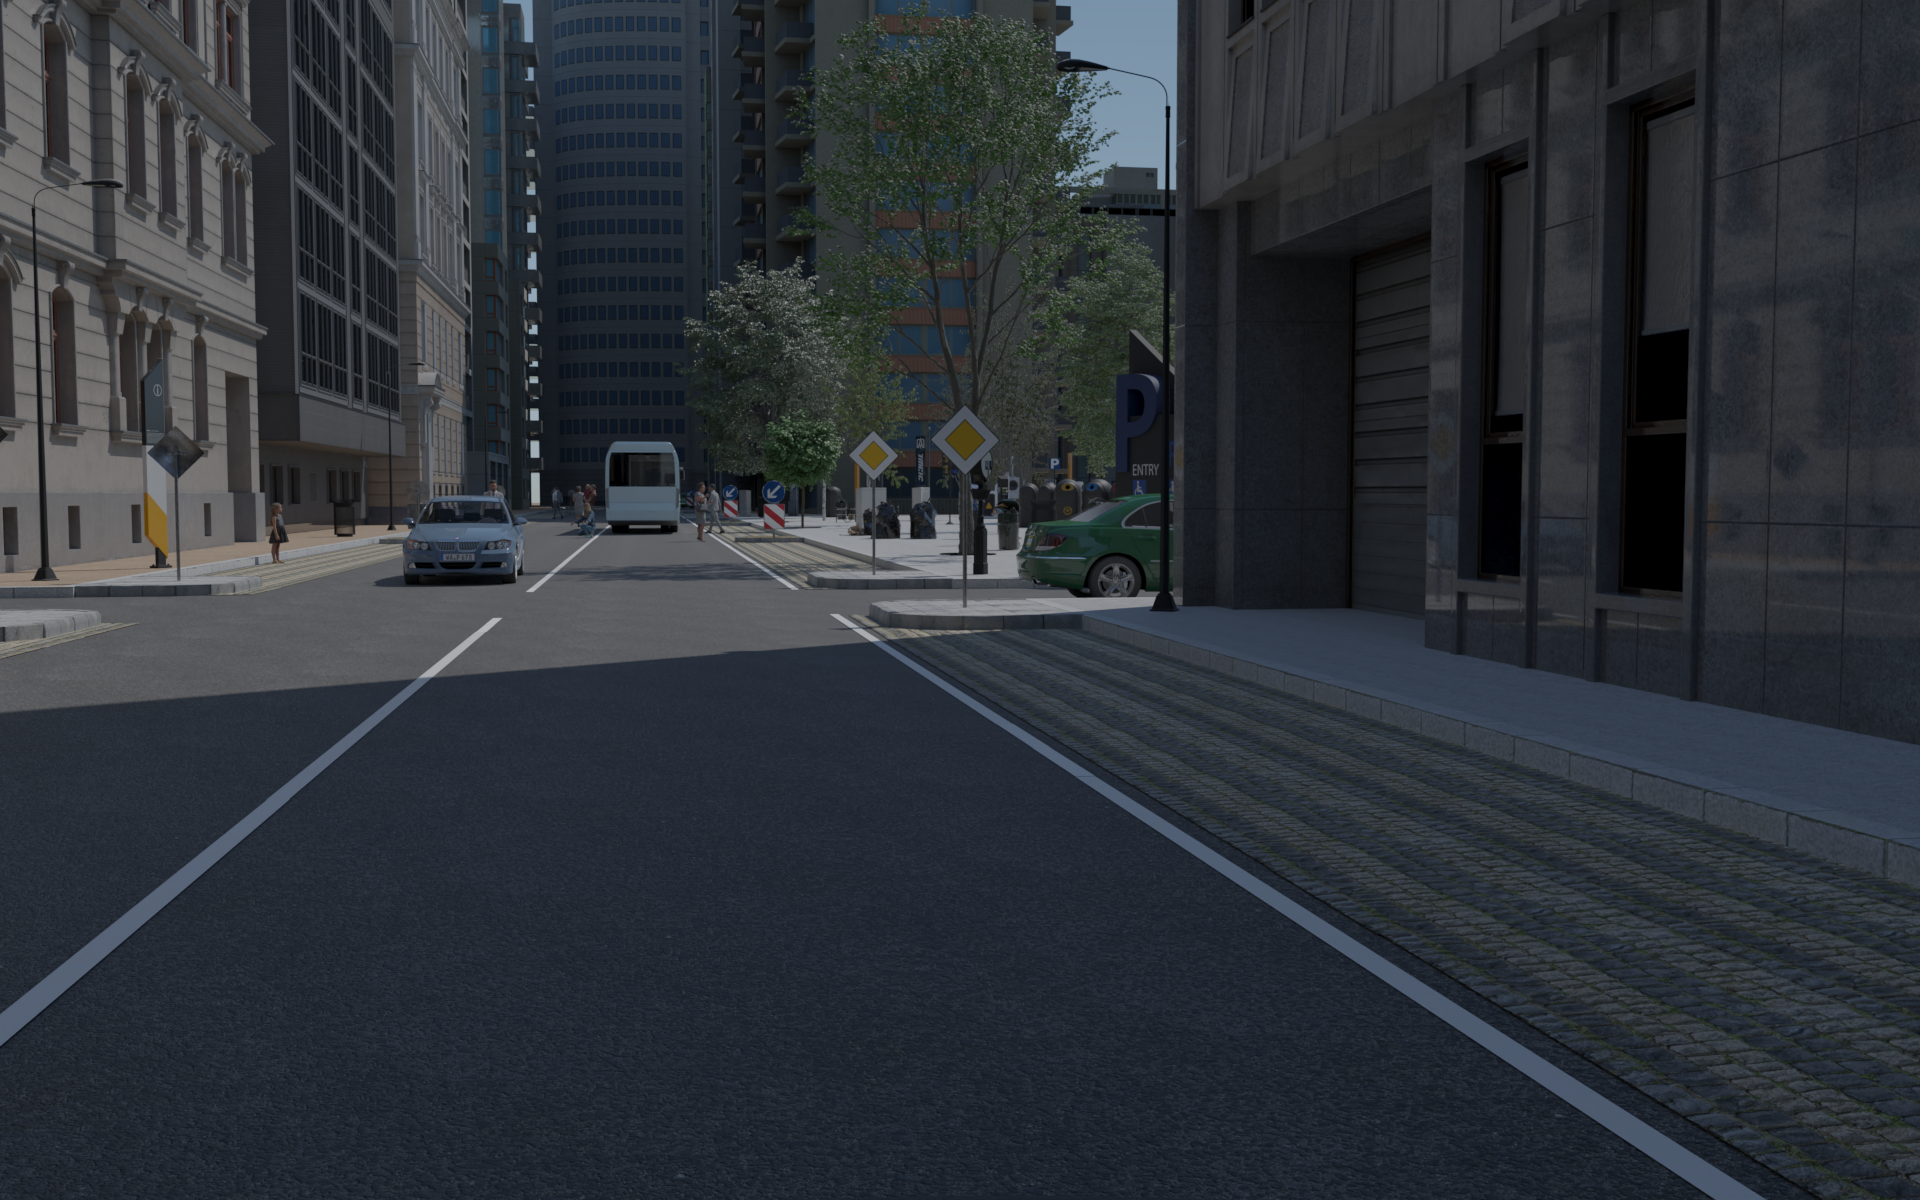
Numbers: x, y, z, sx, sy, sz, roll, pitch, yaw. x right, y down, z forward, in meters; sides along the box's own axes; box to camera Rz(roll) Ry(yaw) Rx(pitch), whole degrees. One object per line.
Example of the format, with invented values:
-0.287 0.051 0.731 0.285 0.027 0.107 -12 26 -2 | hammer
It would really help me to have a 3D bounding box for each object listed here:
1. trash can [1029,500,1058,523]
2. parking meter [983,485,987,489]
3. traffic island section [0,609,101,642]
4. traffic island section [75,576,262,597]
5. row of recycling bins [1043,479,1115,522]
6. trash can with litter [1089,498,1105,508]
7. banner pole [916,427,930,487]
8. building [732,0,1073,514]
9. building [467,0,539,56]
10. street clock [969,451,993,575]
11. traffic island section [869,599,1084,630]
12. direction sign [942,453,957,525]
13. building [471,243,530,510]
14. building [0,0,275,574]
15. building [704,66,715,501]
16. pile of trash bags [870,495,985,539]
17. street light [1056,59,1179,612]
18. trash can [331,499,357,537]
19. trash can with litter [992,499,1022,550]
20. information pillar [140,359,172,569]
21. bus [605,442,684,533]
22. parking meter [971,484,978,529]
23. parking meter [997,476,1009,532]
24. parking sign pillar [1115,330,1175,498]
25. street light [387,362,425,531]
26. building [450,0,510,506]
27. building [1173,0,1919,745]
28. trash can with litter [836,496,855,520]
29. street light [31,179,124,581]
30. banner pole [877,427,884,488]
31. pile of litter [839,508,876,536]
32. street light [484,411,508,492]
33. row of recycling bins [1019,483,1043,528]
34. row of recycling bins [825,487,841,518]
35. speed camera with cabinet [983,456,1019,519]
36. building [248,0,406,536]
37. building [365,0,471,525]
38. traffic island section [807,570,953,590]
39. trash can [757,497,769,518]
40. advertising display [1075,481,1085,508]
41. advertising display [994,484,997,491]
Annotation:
2.084 -1.934 43.281 0.748 1.137 0.748 0 3 0 | trash can
1.338 -5.473 95.194 0.399 1.863 0.255 0 4 -5 | parking meter
-10.154 0.277 17.750 2.009 0.180 2.903 -1 4 -10 | traffic island section
-11.571 -0.204 25.609 2.009 0.180 2.903 -1 4 -10 | traffic island section
4.128 -2.474 47.558 3.534 1.692 1.069 2 4 35 | row of recycling bins
2.384 -1.391 33.807 1.678 1.210 2.233 3 4 39 | trash can with litter
-1.357 -4.599 65.214 0.863 3.779 0.401 3 4 37 | banner pole
-4.565 -28.588 122.039 22.147 44.769 28.867 -1 4 -10 | building
-54.257 -32.974 158.740 30.456 49.044 23.786 -1 4 -10 | building
0.328 -1.409 27.605 0.358 2.002 0.471 2 4 24 | street clock
0.074 0.165 19.583 2.009 0.180 2.903 -1 4 -10 | traffic island section
-0.425 -4.940 72.769 0.379 3.537 0.876 3 5 45 | direction sign
-47.966 -17.515 131.402 27.650 21.520 28.899 -1 4 -10 | building
-23.067 -15.102 34.306 14.401 28.519 23.554 -1 4 -10 | building
-17.960 -29.781 170.513 14.154 41.232 14.086 -1 4 -10 | building
-0.955 -2.457 49.916 3.447 1.369 1.912 1 4 16 | pile of trash bags
1.712 -2.827 18.763 1.470 5.913 1.316 -1 4 -10 | street light
-18.477 -2.467 51.988 0.748 1.137 0.748 0 3 0 | trash can
1.094 -1.742 39.868 0.624 1.170 1.055 0 4 8 | trash can with litter
-13.862 -2.352 29.812 0.183 3.616 0.504 1 4 14 | information pillar
-12.245 -4.449 67.598 2.948 3.499 13.247 -1 4 -9 | bus
0.336 -2.134 43.295 0.372 1.533 0.369 0 3 0 | parking meter
1.373 -3.035 55.340 0.255 1.863 0.399 -1 4 -20 | parking meter
3.051 -2.411 27.887 1.447 3.967 1.447 -2 4 -31 | parking sign pillar
-19.508 -5.410 60.996 1.470 5.913 1.316 -1 4 -10 | street light
-38.988 -40.843 106.033 20.563 71.187 20.611 -1 4 -10 | building
10.142 -11.782 10.656 12.078 24.808 19.932 -1 4 -10 | building
-5.670 -4.596 86.540 1.055 1.170 0.624 1 4 15 | trash can with litter
-13.032 -3.245 25.599 1.470 5.913 1.316 -1 4 -10 | street light
-3.007 -4.603 65.276 0.401 3.779 0.863 -1 4 -19 | banner pole
-2.965 -2.429 53.675 1.719 0.858 1.176 -1 4 -19 | pile of litter
-25.929 -7.596 96.732 1.470 5.913 1.316 -1 4 -10 | street light
3.800 -3.583 65.687 3.534 1.692 1.069 2 4 30 | row of recycling bins
-7.144 -5.459 96.363 1.069 1.692 3.534 0 4 -5 | row of recycling bins
2.042 -5.858 90.107 2.038 3.252 0.660 0 4 -4 | speed camera with cabinet
-27.645 -16.169 57.874 14.314 27.812 24.014 -1 4 -10 | building
-30.240 -17.973 79.758 13.634 28.700 20.117 -1 4 -10 | building
-1.343 -0.316 27.442 2.009 0.180 2.903 -1 4 -10 | traffic island section
-10.686 -5.040 94.052 0.748 1.137 0.748 0 3 0 | trash can
5.573 -4.838 84.312 0.974 1.923 0.123 1 4 14 | advertising display
2.156 -5.426 93.927 0.123 1.923 0.974 -2 4 -31 | advertising display
